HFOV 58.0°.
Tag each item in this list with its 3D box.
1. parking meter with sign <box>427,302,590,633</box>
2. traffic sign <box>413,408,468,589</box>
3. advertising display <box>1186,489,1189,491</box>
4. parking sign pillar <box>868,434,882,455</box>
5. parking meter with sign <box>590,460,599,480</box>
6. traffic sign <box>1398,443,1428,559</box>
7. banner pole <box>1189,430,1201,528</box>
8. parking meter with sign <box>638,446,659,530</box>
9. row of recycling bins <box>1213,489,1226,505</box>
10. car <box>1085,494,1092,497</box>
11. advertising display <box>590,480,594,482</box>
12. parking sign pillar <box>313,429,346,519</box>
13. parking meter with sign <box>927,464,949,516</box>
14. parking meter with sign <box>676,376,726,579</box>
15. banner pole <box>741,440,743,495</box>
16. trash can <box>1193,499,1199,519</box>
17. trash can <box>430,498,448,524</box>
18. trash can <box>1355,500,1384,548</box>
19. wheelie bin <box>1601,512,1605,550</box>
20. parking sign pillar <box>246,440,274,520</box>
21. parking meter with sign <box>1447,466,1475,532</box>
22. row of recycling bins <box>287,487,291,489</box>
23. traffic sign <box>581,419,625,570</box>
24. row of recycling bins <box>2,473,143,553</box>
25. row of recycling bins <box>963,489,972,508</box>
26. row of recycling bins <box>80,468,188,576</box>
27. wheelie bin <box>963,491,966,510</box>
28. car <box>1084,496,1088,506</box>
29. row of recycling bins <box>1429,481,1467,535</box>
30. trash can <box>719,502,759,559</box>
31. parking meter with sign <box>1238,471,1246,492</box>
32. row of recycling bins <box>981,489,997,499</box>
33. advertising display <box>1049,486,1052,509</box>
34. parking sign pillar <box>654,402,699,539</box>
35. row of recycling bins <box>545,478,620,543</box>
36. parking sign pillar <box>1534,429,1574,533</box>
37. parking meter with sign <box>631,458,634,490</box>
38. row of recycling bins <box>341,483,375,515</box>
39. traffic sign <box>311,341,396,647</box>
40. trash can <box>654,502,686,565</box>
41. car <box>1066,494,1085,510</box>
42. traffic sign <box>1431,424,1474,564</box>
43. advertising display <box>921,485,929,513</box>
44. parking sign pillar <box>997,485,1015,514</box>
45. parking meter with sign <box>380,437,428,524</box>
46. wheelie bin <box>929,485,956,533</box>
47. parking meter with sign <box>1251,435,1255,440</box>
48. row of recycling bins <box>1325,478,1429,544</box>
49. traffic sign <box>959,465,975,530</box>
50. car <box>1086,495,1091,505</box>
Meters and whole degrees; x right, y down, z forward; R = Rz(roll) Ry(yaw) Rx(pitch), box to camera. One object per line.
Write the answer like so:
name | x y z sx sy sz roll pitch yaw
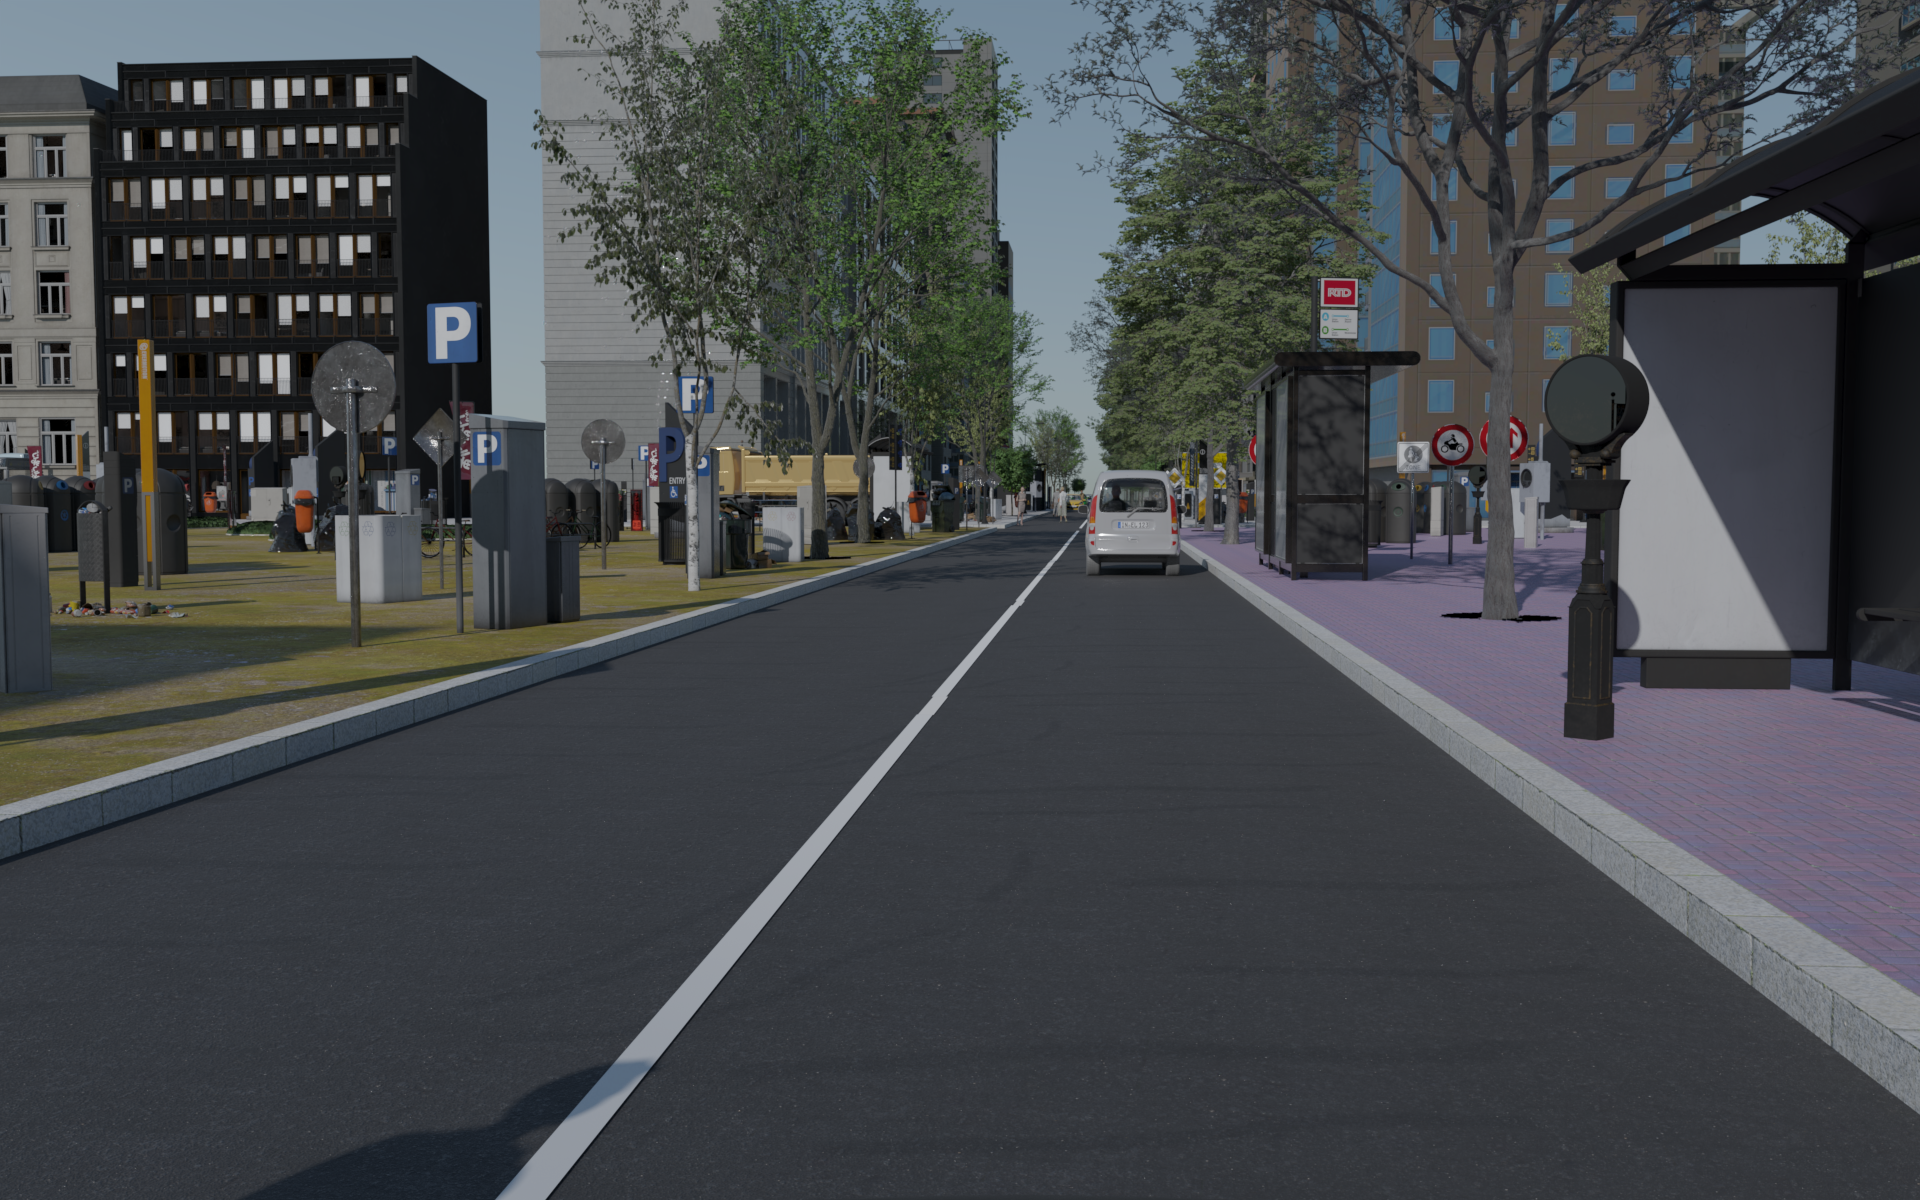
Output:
parking meter with sign | -4.316 -1.248 16.659 0.543 3.016 1.738 1 4 21
traffic sign | -6.999 -1.355 23.338 0.795 2.450 0.064 1 4 11
advertising display | 19.149 -8.569 145.317 0.123 1.923 0.974 -3 5 -39
parking sign pillar | -4.089 -5.458 77.706 1.447 3.967 1.447 1 4 16
parking meter with sign | -18.256 -5.350 83.736 1.738 3.016 0.543 2 4 33
traffic sign | 8.904 -1.955 34.094 0.606 2.300 0.079 0 4 7
banner pole | 8.873 -4.630 65.719 0.401 3.779 0.863 -1 4 -17
parking meter with sign | -11.139 -4.082 62.995 0.543 3.016 1.738 1 4 8
row of recycling bins | 20.417 -7.889 136.101 3.534 1.692 1.069 1 4 13
car | 16.402 -12.895 221.061 2.015 1.641 3.980 0 4 4
advertising display | -15.986 -4.392 77.017 0.974 1.923 0.123 -3 5 -39
parking sign pillar | -24.333 -4.785 66.709 1.447 3.967 1.447 2 4 30
parking meter with sign | -1.337 -6.434 101.454 0.543 3.016 1.738 -2 4 -34
parking meter with sign | -3.910 -1.850 26.510 0.543 3.016 1.738 0 4 0
banner pole | -10.092 -5.516 80.205 0.401 3.779 0.863 0 4 -4
trash can | 14.017 -5.459 100.908 0.748 1.137 0.748 0 3 0
trash can | -20.025 -3.357 66.544 0.748 1.137 0.748 0 3 0
trash can | 9.725 -1.813 41.298 0.748 1.137 0.748 0 3 0
wheelie bin | 14.804 -1.937 39.579 0.693 1.594 0.980 -1 4 -12
parking sign pillar | -34.682 -5.962 85.950 1.447 3.967 1.447 1 4 23
parking meter with sign | 17.039 -3.844 59.113 0.543 3.016 1.738 -1 4 -11
row of recycling bins | -31.314 -4.768 85.067 3.534 1.692 1.069 -3 4 -37
traffic sign | -6.053 -1.790 29.378 0.768 2.556 0.104 0 4 5
row of recycling bins | -19.944 -1.925 38.583 1.069 1.692 3.534 1 4 12
row of recycling bins | 0.521 -8.345 143.553 1.069 1.692 3.534 0 4 2
row of recycling bins | -13.627 -1.319 28.686 1.069 1.692 3.534 -2 4 -35
wheelie bin | 0.065 -7.923 137.441 0.693 1.594 0.980 -3 5 -41
car | 12.333 -10.429 179.313 1.959 1.807 4.718 0 4 7
row of recycling bins | 15.406 -2.970 55.673 1.069 1.692 3.534 0 4 -2
trash can | -4.017 -1.205 31.356 0.748 1.137 0.748 0 3 0
parking meter with sign | 21.743 -8.217 130.602 1.738 3.016 0.543 2 4 26
row of recycling bins | 2.270 -7.546 130.491 1.069 1.692 3.534 -1 4 -18
advertising display | 7.555 -8.542 144.879 0.123 1.923 0.974 1 4 11
parking sign pillar | -8.189 -3.789 50.417 1.447 3.967 1.447 3 5 39
row of recycling bins | -10.303 -2.329 45.187 1.069 1.692 3.534 3 4 36
parking sign pillar | 19.673 -4.224 57.529 1.447 3.967 1.447 -2 4 -26
parking meter with sign | -15.115 -5.396 84.480 1.738 3.016 0.543 0 4 -5
row of recycling bins | -22.329 -3.503 64.383 1.069 1.692 3.534 -1 4 -13
traffic sign | -5.059 -0.877 14.440 0.768 2.556 0.104 1 4 11
trash can | -5.173 -1.210 31.436 0.748 1.137 0.748 0 3 0
car | 9.121 -7.931 139.891 2.015 1.641 3.980 0 4 3
traffic sign | 8.947 -1.922 31.528 0.768 2.556 0.104 0 4 7
advertising display | -2.378 -6.959 118.997 0.123 1.923 0.974 2 4 27
parking sign pillar | 3.119 -7.698 114.335 1.447 3.967 1.447 2 4 32
parking meter with sign | -16.806 -3.450 52.675 1.738 3.016 0.543 2 4 33
wheelie bin | -0.574 -3.051 57.790 0.980 1.594 0.693 3 5 41
parking meter with sign | 9.382 -3.342 50.910 0.543 3.016 1.738 -3 4 -38
row of recycling bins | 10.587 -2.391 46.208 1.069 1.692 3.534 -3 5 -44
traffic sign | 0.242 -3.616 61.249 0.606 2.300 0.079 1 4 14
car | 14.250 -11.305 197.423 1.945 1.354 3.894 0 4 3
